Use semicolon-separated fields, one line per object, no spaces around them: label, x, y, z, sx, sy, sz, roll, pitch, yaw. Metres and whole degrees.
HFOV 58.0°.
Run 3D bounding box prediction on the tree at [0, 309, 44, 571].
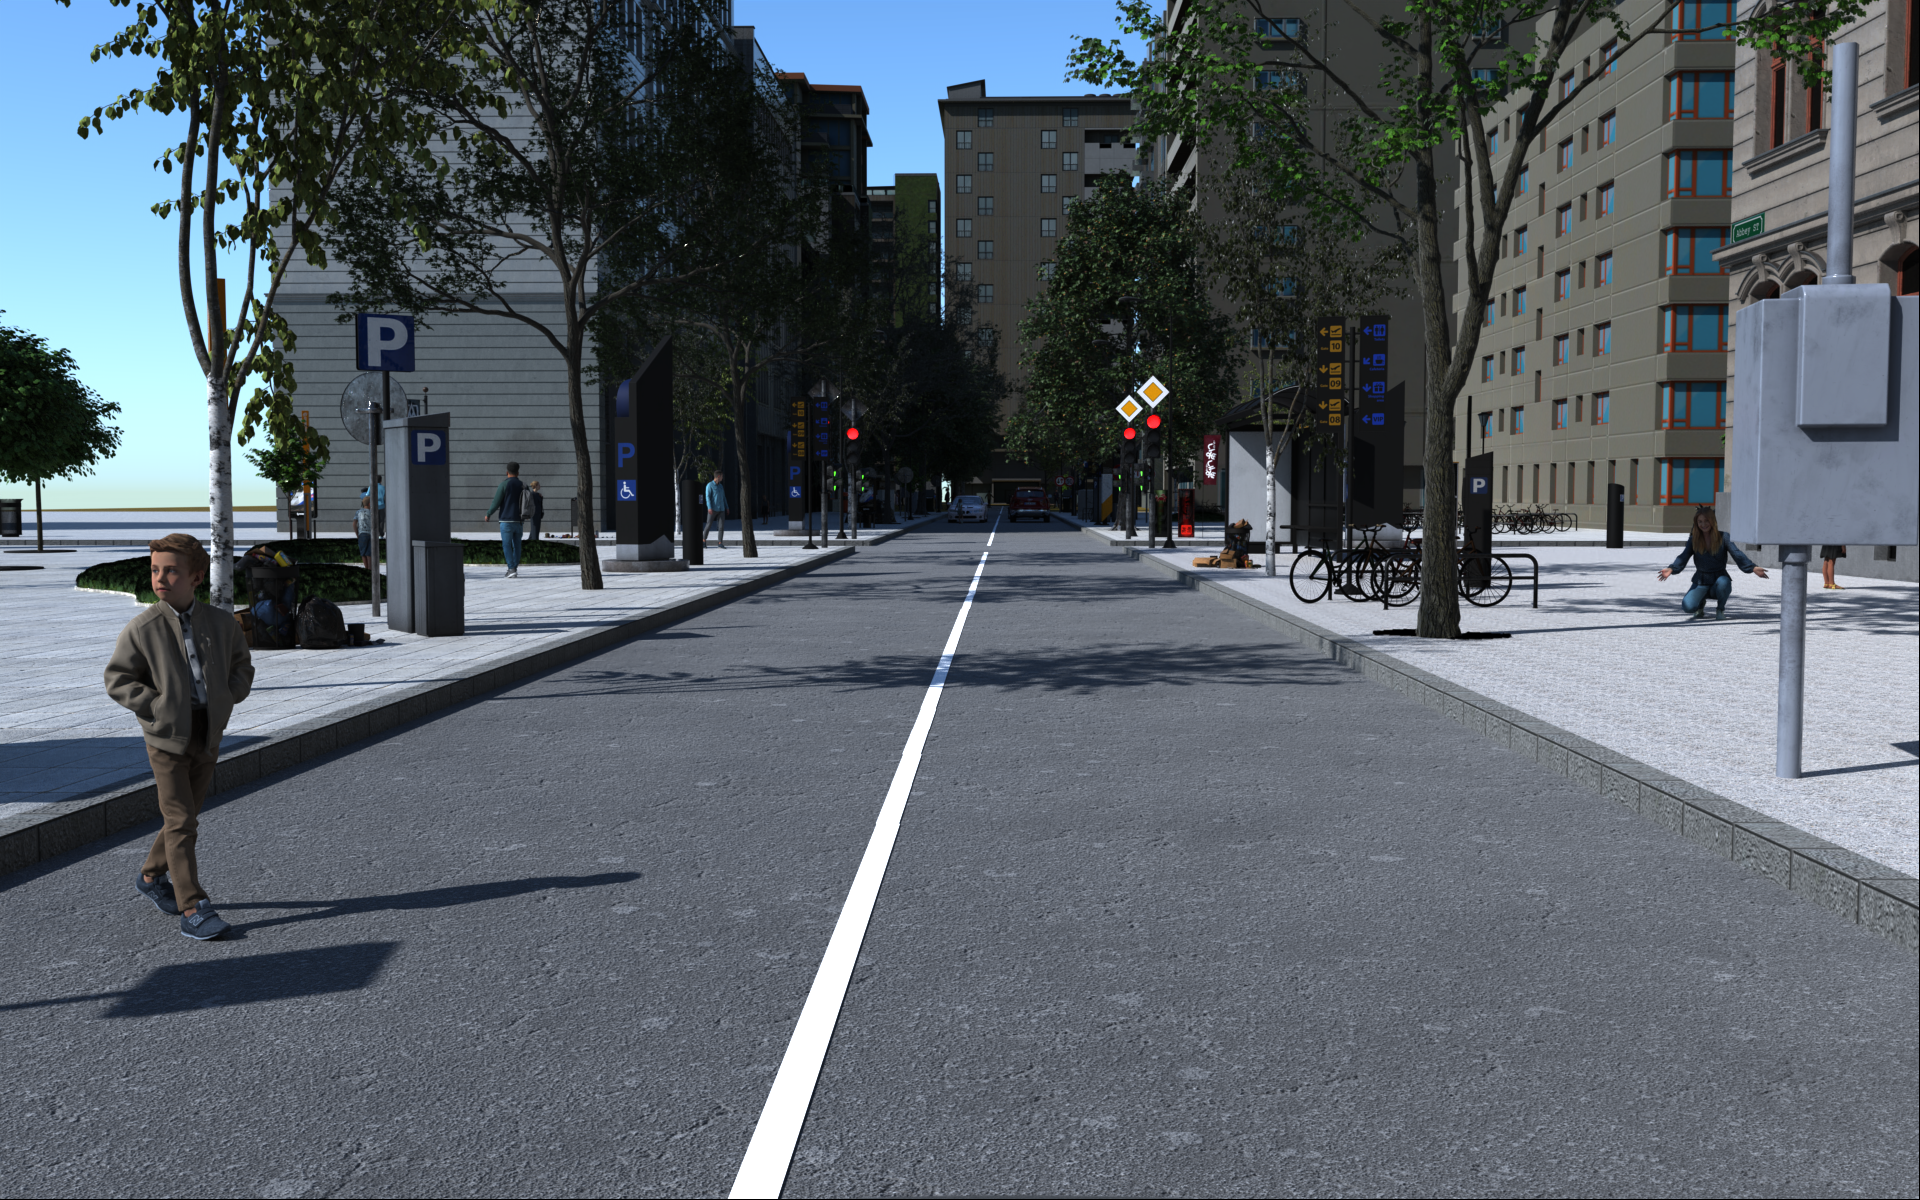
tree;-16.310;-2.790;29.338;4.285;4.588;4.351;0;3;0

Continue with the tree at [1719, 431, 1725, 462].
tree;24.647;-4.187;52.172;4.285;4.588;4.351;0;3;0

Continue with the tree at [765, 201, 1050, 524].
tree;-3.098;-9.974;73.445;12.009;13.543;11.850;0;3;0

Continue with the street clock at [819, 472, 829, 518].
street clock;-4.353;-3.123;55.624;0.358;2.002;0.471;-1;4;-14

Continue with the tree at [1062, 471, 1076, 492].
tree;9.026;-9.254;145.904;1.663;3.219;1.824;0;3;0

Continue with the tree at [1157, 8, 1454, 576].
tree;5.042;-4.673;26.758;4.360;8.622;3.978;0;3;0

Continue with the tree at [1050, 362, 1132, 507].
tree;8.606;-13.515;131.340;12.009;13.543;11.850;0;3;0

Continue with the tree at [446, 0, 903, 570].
tree;-4.575;-6.142;34.841;7.601;10.594;8.767;1;4;11

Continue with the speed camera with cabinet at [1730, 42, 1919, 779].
speed camera with cabinet;4.610;-0.821;7.755;2.038;3.252;0.660;1;4;12

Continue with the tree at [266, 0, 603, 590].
tree;-5.300;-5.420;23.033;7.601;10.594;8.767;0;4;-3

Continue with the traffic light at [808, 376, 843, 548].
traffic light;-3.217;-3.201;41.255;0.839;4.253;0.868;0;4;2

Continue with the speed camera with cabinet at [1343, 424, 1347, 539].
speed camera with cabinet;10.300;-3.311;48.471;2.038;3.252;0.660;-2;4;-27

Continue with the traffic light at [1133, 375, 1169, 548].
traffic light;4.541;-3.189;41.058;0.839;4.253;0.868;0;4;2

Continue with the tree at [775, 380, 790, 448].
tree;-7.023;-8.310;86.225;4.360;8.622;3.978;0;3;0

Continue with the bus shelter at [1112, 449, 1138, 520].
bus shelter;8.191;-6.007;89.503;1.731;3.624;6.357;0;4;1

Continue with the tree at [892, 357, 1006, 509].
tree;-1.904;-14.732;147.519;9.857;13.997;8.962;0;3;0

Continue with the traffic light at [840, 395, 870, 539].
traffic light;-2.998;-3.689;49.237;0.839;4.253;0.868;0;4;2

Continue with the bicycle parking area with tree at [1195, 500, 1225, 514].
bicycle parking area with tree;18.427;-6.790;98.018;9.016;4.147;8.231;-1;4;-13

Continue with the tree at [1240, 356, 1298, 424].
tree;16.199;-8.546;90.092;4.737;8.622;4.395;0;3;0

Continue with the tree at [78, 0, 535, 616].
tree;-4.577;-3.717;11.141;4.737;8.622;4.395;0;3;0

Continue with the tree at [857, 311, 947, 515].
tree;-2.281;-11.628;107.123;9.611;12.733;9.660;0;3;0

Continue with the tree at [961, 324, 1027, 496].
tree;1.766;-20.556;191.972;12.611;20.169;13.585;0;3;0

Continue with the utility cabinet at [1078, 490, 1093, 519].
utility cabinet;6.434;-4.793;87.047;0.318;1.500;1.173;-3;5;-42

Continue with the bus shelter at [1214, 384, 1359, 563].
bus shelter;6.419;-2.490;34.639;2.014;3.302;5.546;0;4;1

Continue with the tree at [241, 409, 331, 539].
tree;-14.761;-2.682;38.458;1.663;3.219;1.824;0;3;0

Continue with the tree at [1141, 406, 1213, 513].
tree;11.293;-8.547;90.109;4.737;8.622;4.395;0;3;0

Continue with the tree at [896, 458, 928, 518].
tree;-2.472;-5.957;91.992;1.663;3.219;1.824;0;3;0

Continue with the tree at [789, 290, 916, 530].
tree;-3.724;-6.832;62.060;4.360;8.622;3.978;0;3;0

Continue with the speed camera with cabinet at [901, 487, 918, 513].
speed camera with cabinet;-3.172;-7.529;117.429;0.660;3.252;2.038;2;4;35

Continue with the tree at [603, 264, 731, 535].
tree;-8.981;-6.362;54.377;4.360;8.622;3.978;0;3;0

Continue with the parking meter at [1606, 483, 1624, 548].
parking meter;15.518;-1.994;41.006;0.372;1.533;0.369;0;3;0

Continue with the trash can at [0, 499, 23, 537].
trash can;-28.409;-2.455;51.792;0.748;1.137;0.748;0;3;0

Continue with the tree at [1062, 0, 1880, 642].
tree;4.469;-5.478;15.317;9.928;11.665;9.643;0;3;0

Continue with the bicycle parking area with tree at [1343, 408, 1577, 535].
bicycle parking area with tree;16.926;-4.424;59.332;8.231;4.147;9.016;-3;5;-42

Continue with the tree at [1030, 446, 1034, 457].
tree;9.312;-13.458;170.397;4.737;8.622;4.395;0;3;0

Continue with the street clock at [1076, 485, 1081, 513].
street clock;7.882;-6.728;114.565;0.358;2.002;0.471;-3;4;-38

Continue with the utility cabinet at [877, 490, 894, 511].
utility cabinet;-3.768;-4.845;87.898;0.318;1.500;1.173;2;4;29

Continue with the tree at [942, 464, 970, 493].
tree;-0.191;-13.698;174.316;4.737;8.622;4.395;0;3;0

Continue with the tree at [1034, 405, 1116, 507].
tree;7.967;-9.727;109.400;4.737;8.622;4.395;0;3;0

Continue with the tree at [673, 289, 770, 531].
tree;-8.691;-6.731;60.419;4.737;8.622;4.395;0;3;0

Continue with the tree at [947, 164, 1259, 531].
tree;5.882;-8.772;60.425;9.611;12.733;9.660;0;3;0

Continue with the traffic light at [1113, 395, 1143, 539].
traffic light;4.760;-3.677;49.041;0.839;4.253;0.868;0;4;2

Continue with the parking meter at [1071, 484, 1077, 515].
parking meter;6.831;-5.990;103.643;0.255;1.863;0.399;1;4;17
